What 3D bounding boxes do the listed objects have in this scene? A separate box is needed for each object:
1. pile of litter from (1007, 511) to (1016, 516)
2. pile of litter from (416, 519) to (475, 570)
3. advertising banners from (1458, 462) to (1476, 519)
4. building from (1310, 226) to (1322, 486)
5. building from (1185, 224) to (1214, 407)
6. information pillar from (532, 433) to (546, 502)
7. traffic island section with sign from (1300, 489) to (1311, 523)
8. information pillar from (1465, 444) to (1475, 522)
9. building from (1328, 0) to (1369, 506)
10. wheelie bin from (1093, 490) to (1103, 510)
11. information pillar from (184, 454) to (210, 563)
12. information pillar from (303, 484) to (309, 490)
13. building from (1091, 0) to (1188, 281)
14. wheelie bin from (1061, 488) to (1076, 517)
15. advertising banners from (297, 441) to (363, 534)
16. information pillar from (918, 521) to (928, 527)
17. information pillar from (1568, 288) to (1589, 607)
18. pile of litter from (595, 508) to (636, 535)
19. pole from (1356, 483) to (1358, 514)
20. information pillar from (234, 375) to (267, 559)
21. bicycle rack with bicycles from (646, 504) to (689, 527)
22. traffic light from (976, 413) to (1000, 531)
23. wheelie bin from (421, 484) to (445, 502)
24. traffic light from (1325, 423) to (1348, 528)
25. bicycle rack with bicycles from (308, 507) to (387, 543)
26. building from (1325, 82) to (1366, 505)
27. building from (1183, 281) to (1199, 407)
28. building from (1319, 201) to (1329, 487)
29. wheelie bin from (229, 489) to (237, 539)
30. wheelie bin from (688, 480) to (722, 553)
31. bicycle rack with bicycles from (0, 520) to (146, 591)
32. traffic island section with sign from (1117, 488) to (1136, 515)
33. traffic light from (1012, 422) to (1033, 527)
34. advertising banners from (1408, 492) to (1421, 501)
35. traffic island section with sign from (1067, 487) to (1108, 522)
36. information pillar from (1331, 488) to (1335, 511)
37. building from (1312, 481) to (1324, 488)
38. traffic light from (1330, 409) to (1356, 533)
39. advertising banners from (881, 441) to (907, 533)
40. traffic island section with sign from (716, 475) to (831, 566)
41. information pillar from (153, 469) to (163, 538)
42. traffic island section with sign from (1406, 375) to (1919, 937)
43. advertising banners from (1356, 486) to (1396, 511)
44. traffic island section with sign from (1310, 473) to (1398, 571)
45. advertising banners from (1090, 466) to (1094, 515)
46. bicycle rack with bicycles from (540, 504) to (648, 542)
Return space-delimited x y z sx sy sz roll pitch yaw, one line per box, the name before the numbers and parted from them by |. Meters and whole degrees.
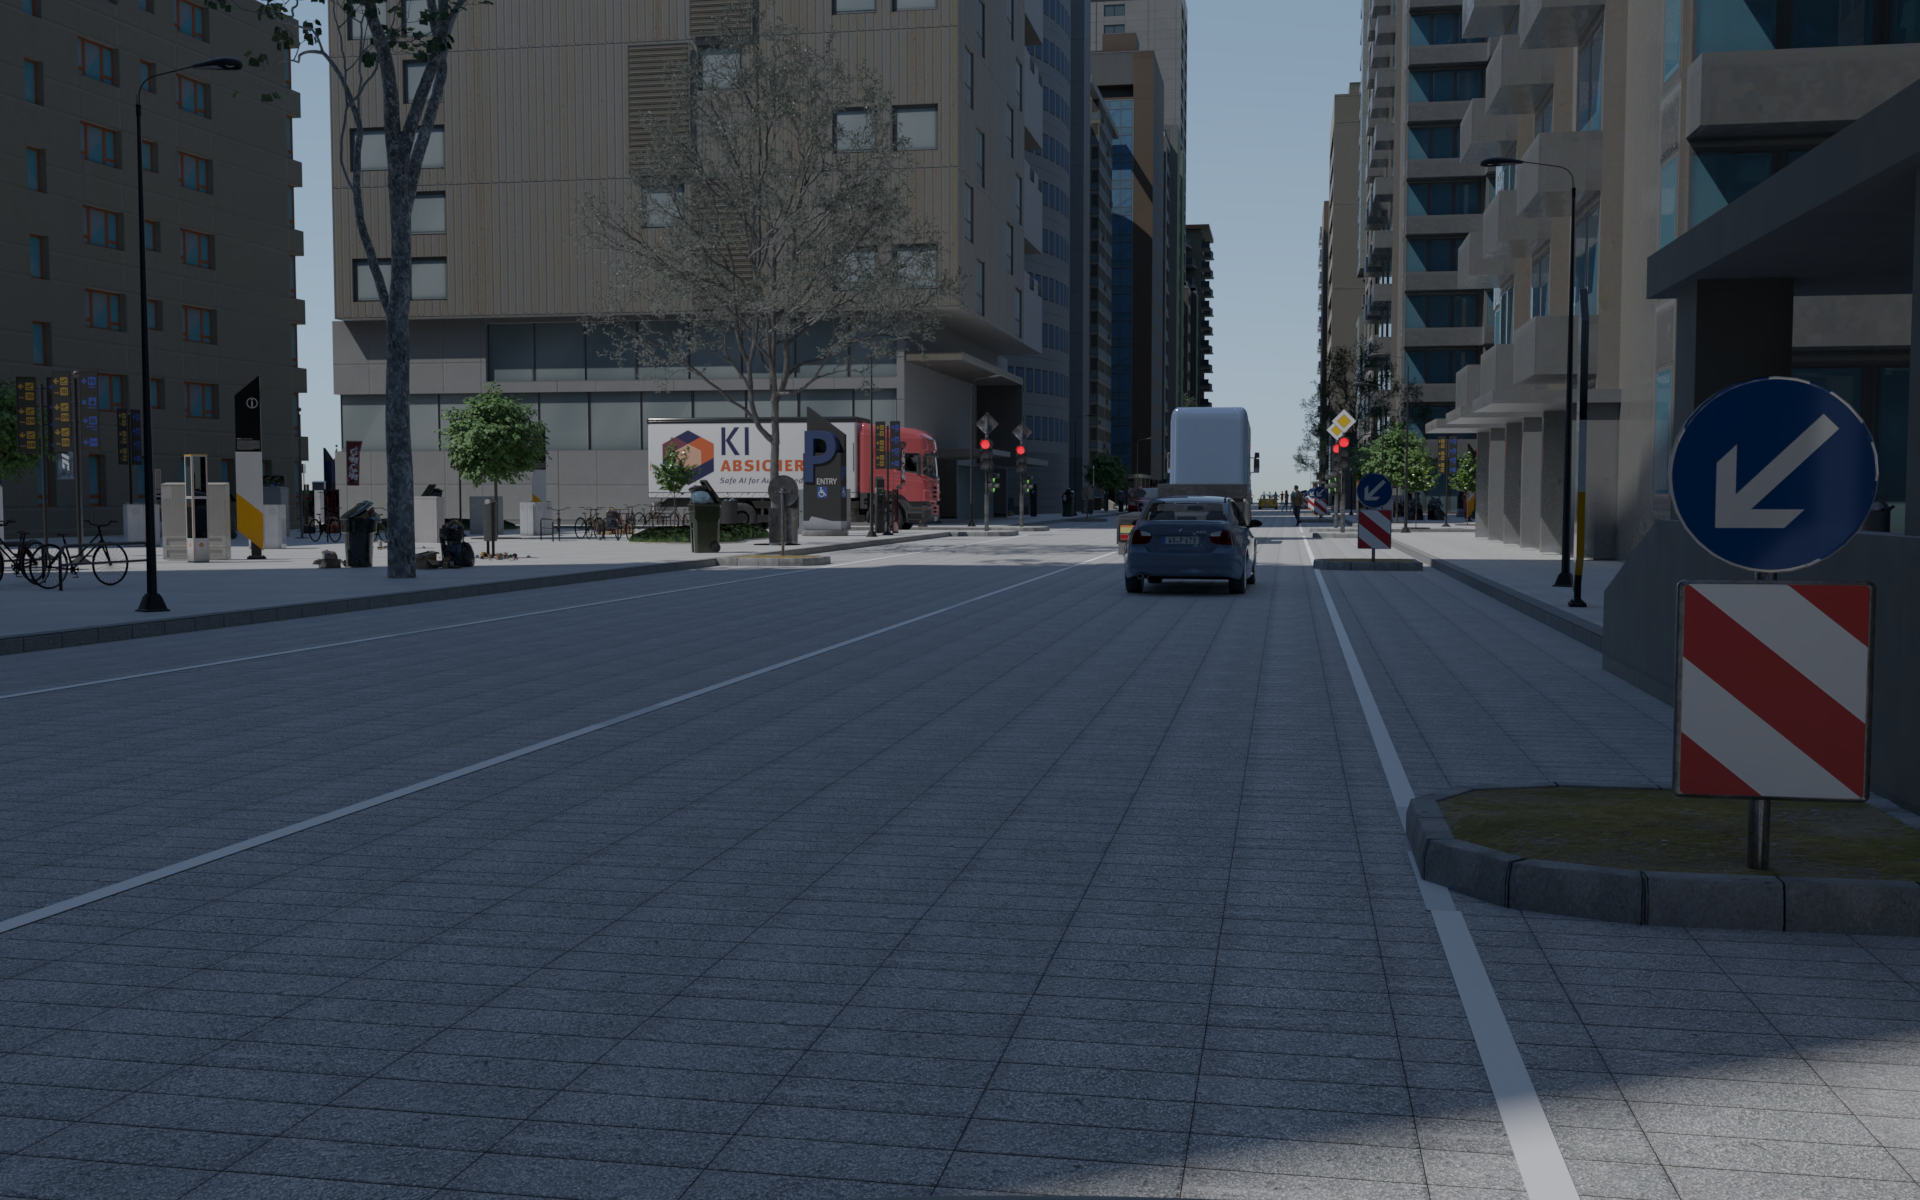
pile of litter | 2.681 -5.261 99.974 1.176 0.858 1.719 3 5 40
pile of litter | -9.075 -0.985 30.076 1.176 0.858 1.719 1 4 19
advertising banners | 26.156 -5.688 89.183 0.090 3.025 2.074 -1 4 -13
building | 68.570 -40.216 277.134 23.786 49.044 30.456 1 4 11
building | 28.606 -37.881 273.974 22.147 44.769 28.867 1 4 11
information pillar | -14.333 -4.139 59.024 0.504 3.616 0.183 -2 4 -24
traffic island section with sign | 18.062 -4.821 87.448 1.989 1.847 2.006 1 4 11
information pillar | 23.727 -5.450 80.465 0.504 3.616 0.183 -3 4 -39
building | 48.957 -52.576 172.287 22.319 86.520 31.000 1 4 11
wheelie bin | 10.710 -7.828 135.897 0.980 1.594 0.693 0 4 -1
information pillar | -14.228 -1.701 32.300 0.304 2.012 0.304 3 5 42
information pillar | -48.187 -7.535 127.691 0.304 2.012 0.304 1 4 22
building | 24.114 -49.580 248.885 20.563 71.187 20.611 1 4 11
wheelie bin | 6.126 -5.491 97.692 0.693 1.594 0.980 1 4 17
advertising banners | -20.537 -3.688 56.490 2.074 3.025 0.090 -2 4 -28
information pillar | -1.385 -4.652 67.419 0.504 3.616 0.183 2 4 35
information pillar | 7.025 -1.727 19.588 0.183 3.616 0.504 1 4 16
pile of litter | -10.857 -2.513 55.057 1.719 0.858 1.176 -2 4 -32
pole | 25.354 -7.124 110.325 0.158 3.312 0.155 0 3 0
information pillar | -13.971 -2.613 34.077 0.504 3.616 0.183 -1 4 -14
bicycle rack with bicycles | -11.126 -2.950 61.620 2.852 0.926 2.925 -2 4 -32
traffic light | 0.935 -4.325 59.636 0.839 4.253 0.868 1 4 11
wheelie bin | -16.757 -2.880 54.992 0.693 1.594 0.980 -2 4 -35
traffic light | 14.177 -4.670 65.282 0.839 4.253 0.868 1 4 11
bicycle rack with bicycles | -15.724 -2.014 46.314 2.852 0.926 2.925 -3 5 -44
building | 53.441 -35.206 199.316 21.300 48.544 21.600 1 4 11
building | 24.480 -28.179 232.425 14.160 30.474 14.107 1 4 11
building | 60.337 -37.025 255.468 14.600 45.320 14.200 1 4 11
wheelie bin | -20.987 -2.529 49.253 0.980 1.594 0.693 3 5 44
wheelie bin | -5.580 -1.828 37.800 0.693 1.594 0.980 -1 4 -20
bicycle rack with bicycles | -12.750 -0.640 23.852 2.852 0.926 2.925 1 4 14
traffic island section with sign | 11.656 -6.603 116.579 1.989 1.847 2.006 1 4 11
traffic light | 2.420 -4.805 67.482 0.839 4.253 0.868 1 4 11
advertising banners | 27.580 -6.727 106.180 0.090 3.025 2.074 -1 4 -21
traffic island section with sign | 6.643 -4.983 90.093 1.989 1.847 2.006 1 4 11
information pillar | 27.781 -7.584 128.490 0.304 2.012 0.304 -3 5 -44
building | 64.493 -33.229 235.176 32.217 40.220 23.993 1 4 11
traffic light | 12.692 -4.191 57.435 0.839 4.253 0.868 1 4 11
advertising banners | -2.135 -3.705 56.760 0.090 3.025 2.074 1 4 20
traffic island section with sign | -3.720 -1.633 35.326 1.989 1.847 2.006 1 4 11
information pillar | -23.691 -2.839 50.914 0.304 2.012 0.304 1 4 8
traffic island section with sign | 2.770 0.123 6.617 1.989 1.847 2.006 1 4 11
advertising banners | 20.015 -5.294 82.752 2.074 3.025 0.090 1 4 12
traffic island section with sign | 7.824 -1.511 33.326 1.989 1.847 2.006 1 4 11
advertising banners | 8.112 -6.747 106.496 0.090 3.025 2.074 1 4 12
bicycle rack with bicycles | -10.465 -2.119 48.031 2.852 0.926 2.925 -1 4 -23
